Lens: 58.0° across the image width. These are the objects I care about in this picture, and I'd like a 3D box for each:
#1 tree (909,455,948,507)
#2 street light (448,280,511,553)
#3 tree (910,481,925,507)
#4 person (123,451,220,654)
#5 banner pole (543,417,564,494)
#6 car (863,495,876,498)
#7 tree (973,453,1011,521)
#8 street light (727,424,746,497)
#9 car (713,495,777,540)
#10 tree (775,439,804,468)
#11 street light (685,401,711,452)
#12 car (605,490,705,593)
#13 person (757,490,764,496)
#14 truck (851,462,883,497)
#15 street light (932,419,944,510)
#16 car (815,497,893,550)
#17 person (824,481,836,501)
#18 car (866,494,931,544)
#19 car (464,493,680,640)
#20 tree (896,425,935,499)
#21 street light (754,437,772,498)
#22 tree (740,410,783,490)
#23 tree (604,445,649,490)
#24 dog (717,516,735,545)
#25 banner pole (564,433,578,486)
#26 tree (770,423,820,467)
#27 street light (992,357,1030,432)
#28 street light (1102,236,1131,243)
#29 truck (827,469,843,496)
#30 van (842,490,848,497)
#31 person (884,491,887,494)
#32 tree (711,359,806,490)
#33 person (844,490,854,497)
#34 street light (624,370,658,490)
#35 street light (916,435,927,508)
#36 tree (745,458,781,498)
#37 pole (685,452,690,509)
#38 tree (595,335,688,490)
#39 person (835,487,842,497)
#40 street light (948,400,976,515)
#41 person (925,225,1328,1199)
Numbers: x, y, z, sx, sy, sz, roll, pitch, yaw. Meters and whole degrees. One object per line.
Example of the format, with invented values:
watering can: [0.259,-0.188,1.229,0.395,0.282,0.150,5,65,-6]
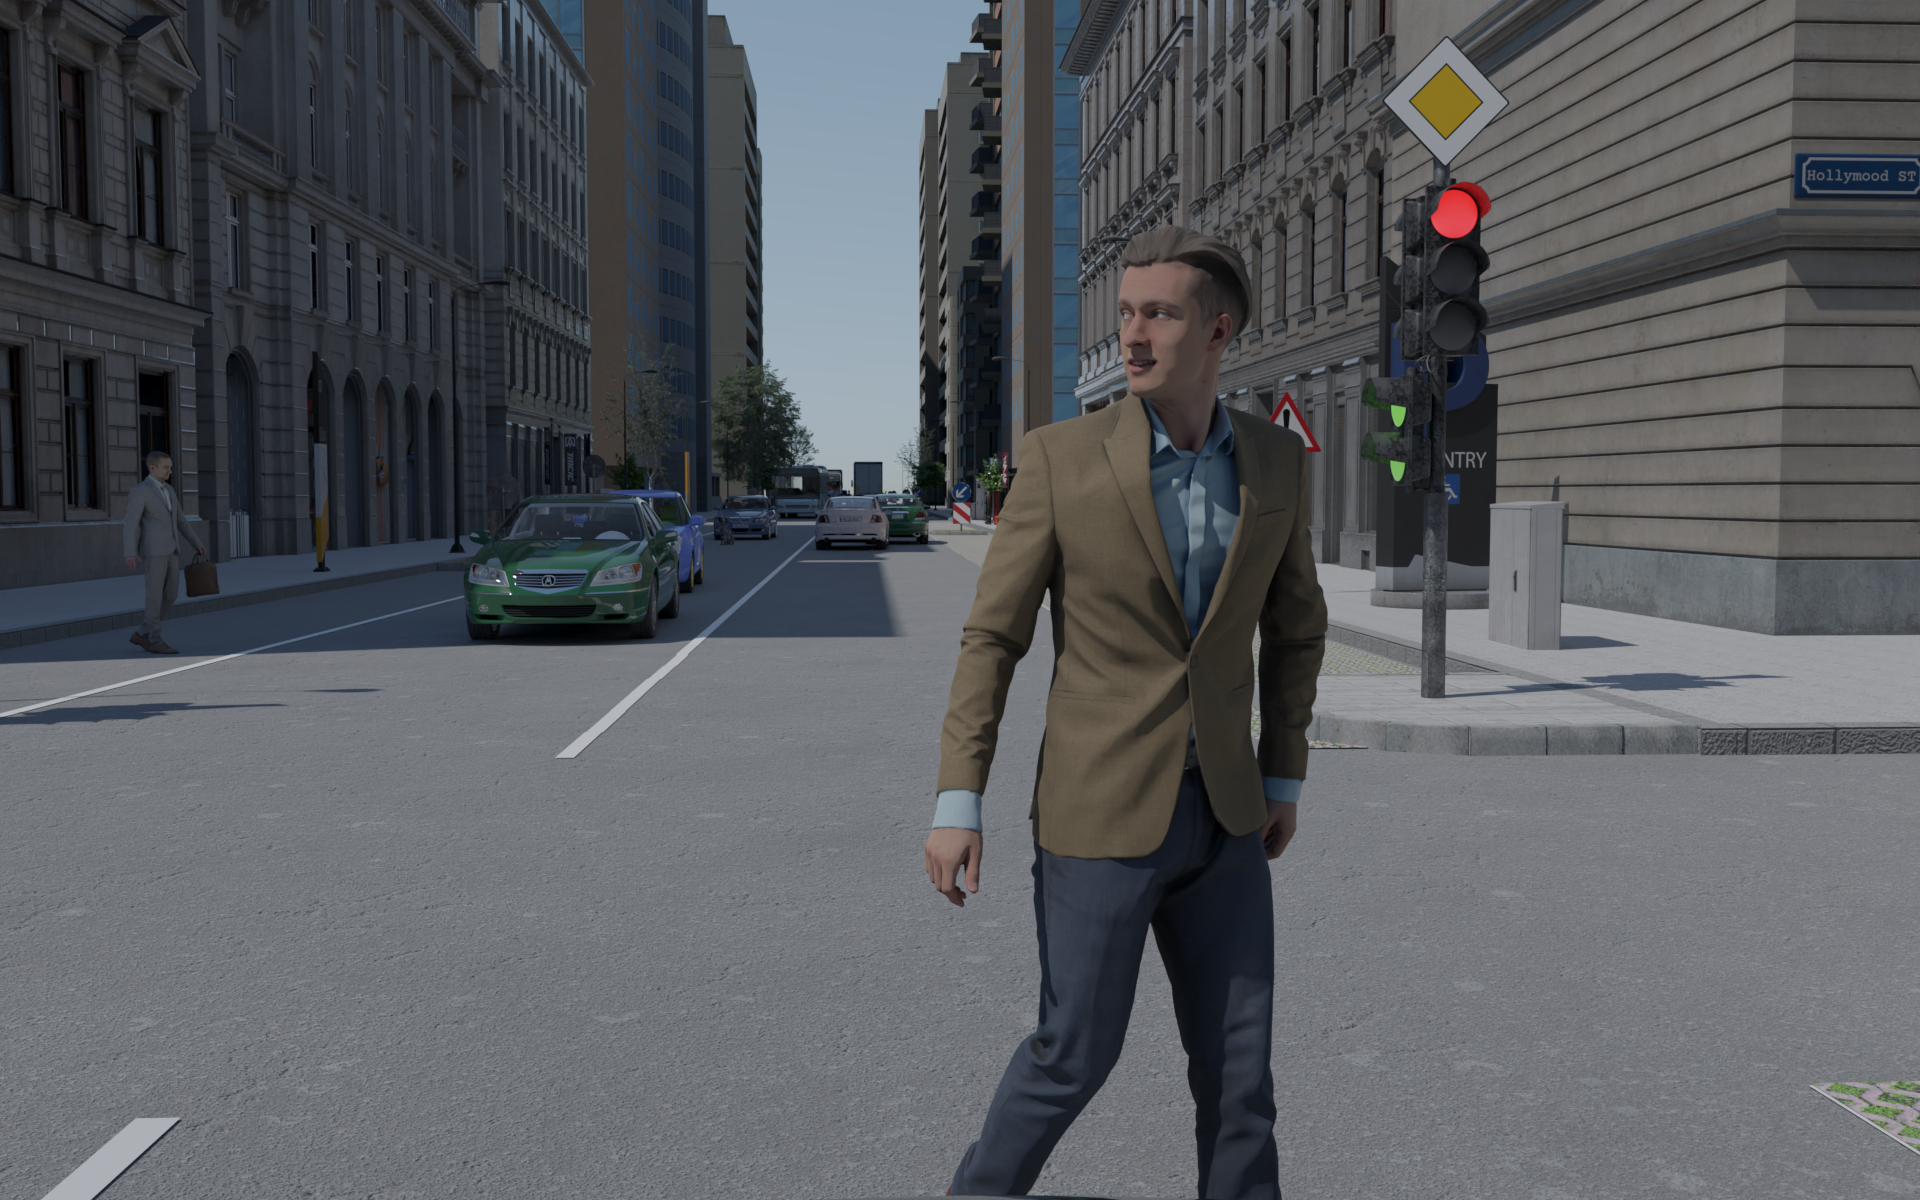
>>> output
tree: [-2.705,-10.022,147.571,4.285,4.588,4.351,0,3,0]
street light: [-10.440,-3.984,37.675,1.470,5.913,1.316,0,4,-3]
tree: [-4.082,-10.914,173.045,1.663,3.219,1.824,0,3,0]
person: [-7.163,-0.424,15.550,0.853,1.813,0.709,1,4,10]
banner pole: [-13.466,-4.086,56.817,0.401,3.779,0.863,-3,4,-37]
car: [-5.605,-6.064,111.513,2.083,1.381,4.827,0,4,-4]
tree: [1.662,-5.320,81.583,1.663,3.219,1.824,0,3,0]
street light: [-14.854,-8.701,114.801,1.470,5.913,1.316,0,4,-3]
car: [-6.852,-2.666,55.587,2.014,1.417,4.499,0,4,-2]
tree: [-20.444,-15.370,201.657,4.737,8.622,4.395,0,3,0]
street light: [-13.113,-6.968,86.468,1.470,5.913,1.316,0,4,-3]
car: [-4.801,-1.013,26.147,1.945,1.707,3.694,0,4,-5]
person: [-10.333,-4.880,89.762,0.593,1.643,0.415,2,4,24]
truck: [-8.272,-10.142,154.731,2.839,4.237,11.283,0,4,-4]
street light: [-0.959,-8.254,107.501,1.470,5.913,1.316,0,4,-3]
car: [-2.829,-2.051,45.904,2.083,1.381,4.827,0,4,-1]
person: [-3.881,-2.678,52.386,0.778,1.811,0.616,1,4,20]
car: [-1.886,-2.390,50.880,2.131,1.459,4.920,0,4,-3]
car: [-4.051,-0.415,18.591,2.131,1.459,4.920,0,4,-5]
tree: [-4.333,-14.056,180.173,4.360,8.622,3.978,0,3,0]
street light: [-16.307,-10.373,142.139,1.470,5.913,1.316,0,4,-3]
tree: [-17.493,-12.291,151.318,4.360,8.622,3.978,0,3,0]
tree: [-13.048,-4.538,68.796,1.663,3.219,1.824,0,3,0]
dog: [-6.609,-1.952,48.760,0.513,0.831,0.800,0,4,-6]
banner pole: [-14.255,-4.447,62.731,0.863,3.779,0.401,-2,4,-28]
tree: [-23.241,-19.051,237.232,9.928,11.665,9.643,0,3,0]
street light: [1.789,-5.274,58.766,1.470,5.913,1.316,0,4,-3]
street light: [3.244,-3.597,31.353,1.470,5.913,1.316,0,4,-3]
truck: [-14.758,-12.821,198.544,2.839,4.237,11.283,0,4,-3]
van: [-16.255,-14.226,236.985,2.240,2.365,5.245,0,4,-2]
person: [-8.999,-12.461,212.108,0.599,1.838,0.709,1,4,21]
tree: [-19.311,-15.635,162.289,9.857,13.997,8.962,0,3,0]
person: [-8.190,-7.238,127.557,1.217,1.743,0.721,-1,4,-10]
street light: [-11.986,-5.645,64.832,1.470,5.913,1.316,0,4,-3]
street light: [-2.455,-9.949,135.206,1.470,5.913,1.316,0,4,-3]
tree: [-17.694,-10.544,156.104,4.285,4.588,4.351,0,3,0]
pole: [-13.181,-5.503,83.815,0.158,3.312,0.155,0,3,0]
tree: [-14.294,-7.881,79.222,4.360,8.622,3.978,0,3,0]
person: [-6.860,-5.461,97.650,0.599,1.838,0.709,2,4,31]
street light: [0.198,-6.935,85.920,1.470,5.913,1.316,0,4,-3]
person: [0.266,0.344,2.781,0.836,1.842,0.656,3,5,41]
